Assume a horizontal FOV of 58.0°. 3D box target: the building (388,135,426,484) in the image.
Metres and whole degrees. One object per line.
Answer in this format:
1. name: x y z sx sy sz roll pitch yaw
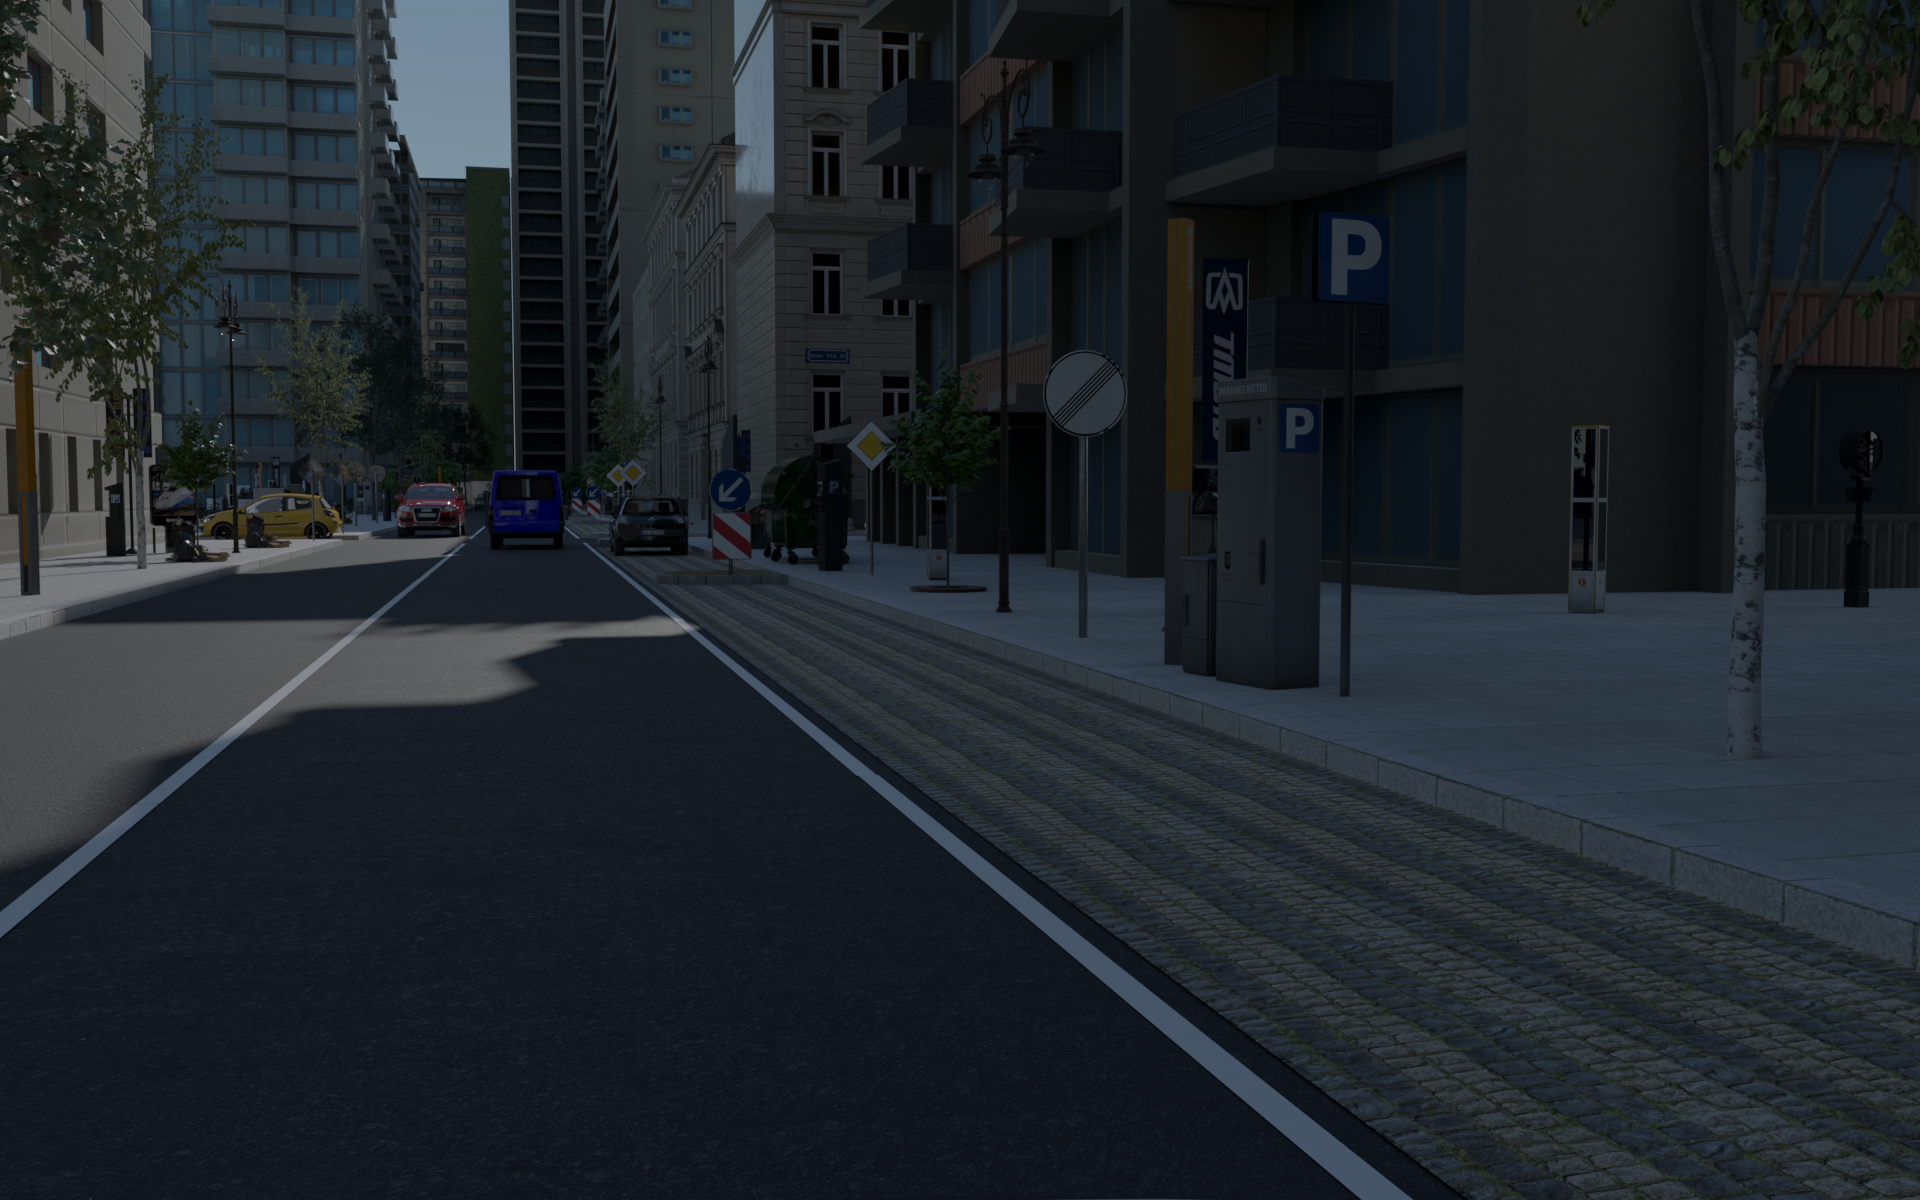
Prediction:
1. building: -68.252 -29.818 179.403 23.993 40.220 32.217 -1 4 -14

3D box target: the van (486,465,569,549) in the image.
1. van: -11.741 -2.605 46.976 2.240 2.365 5.245 -1 4 -13

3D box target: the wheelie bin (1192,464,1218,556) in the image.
1. wheelie bin: 2.648 -0.640 18.365 0.693 1.594 0.980 3 5 43

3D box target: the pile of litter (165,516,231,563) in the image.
1. pile of litter: -14.609 -1.175 33.171 1.176 0.858 1.719 -1 4 -20

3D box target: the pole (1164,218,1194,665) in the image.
1. pole: 1.643 -1.170 12.971 0.158 3.312 0.155 0 3 0

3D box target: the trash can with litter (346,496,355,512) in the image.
1. trash can with litter: -42.649 -6.746 121.687 1.055 1.170 0.624 -1 4 -22

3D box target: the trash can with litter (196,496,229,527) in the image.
1. trash can with litter: -29.885 -3.452 67.495 1.678 1.210 2.233 2 4 30

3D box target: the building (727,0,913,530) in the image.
1. building: 3.773 -16.645 69.404 25.104 27.353 12.463 -1 4 -14

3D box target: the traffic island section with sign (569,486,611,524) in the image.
1. traffic island section with sign: -17.590 -4.519 82.509 1.989 1.847 2.006 -1 4 -14

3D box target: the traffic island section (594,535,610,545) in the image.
1. traffic island section: -9.334 -1.675 49.668 2.009 0.180 2.903 -1 4 -14

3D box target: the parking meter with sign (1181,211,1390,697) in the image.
1. parking meter with sign: 2.090 -0.941 11.638 0.543 3.016 1.738 -2 4 -25

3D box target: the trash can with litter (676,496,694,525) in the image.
1. trash can with litter: -12.056 -3.765 72.615 2.233 1.210 1.678 -2 4 -31

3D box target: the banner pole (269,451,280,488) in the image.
1. banner pole: -40.272 -6.831 101.701 0.401 3.779 0.863 3 4 37

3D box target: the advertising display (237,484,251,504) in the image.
1. advertising display: -48.134 -6.794 116.296 0.974 1.923 0.123 -3 5 -39

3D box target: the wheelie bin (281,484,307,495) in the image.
1. wheelie bin: -20.943 -2.846 54.438 0.693 1.594 0.980 1 4 20

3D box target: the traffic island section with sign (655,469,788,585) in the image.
1. traffic island section with sign: -3.899 -1.186 28.019 1.989 1.847 2.006 -1 4 -14

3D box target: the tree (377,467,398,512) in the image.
1. tree: -41.269 -7.992 125.273 1.663 3.219 1.824 0 3 0

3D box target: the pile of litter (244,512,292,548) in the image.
1. pile of litter: -16.706 -1.698 41.731 1.176 0.858 1.719 0 4 -8

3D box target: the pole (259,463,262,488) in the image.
1. pole: -45.144 -7.217 111.841 0.158 3.312 0.155 0 3 0

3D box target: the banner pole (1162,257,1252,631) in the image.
1. banner pole: 2.315 -1.600 16.177 0.863 3.779 0.401 -1 4 -14

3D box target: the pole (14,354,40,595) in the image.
1. pole: -11.818 -1.717 21.922 0.158 3.312 0.155 0 3 0

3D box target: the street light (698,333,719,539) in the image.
1. street light: -7.206 -4.705 49.714 0.468 5.910 1.993 -1 4 -14

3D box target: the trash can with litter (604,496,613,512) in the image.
1. trash can with litter: -21.467 -5.825 106.624 0.624 1.170 1.055 -3 5 -43

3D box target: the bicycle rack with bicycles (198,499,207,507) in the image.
1. bicycle rack with bicycles: -51.629 -6.263 115.777 2.852 0.926 2.925 2 4 28

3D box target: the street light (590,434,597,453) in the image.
1. street light: -27.461 -9.602 129.776 0.468 5.910 1.993 -1 4 -14

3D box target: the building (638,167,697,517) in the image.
1. building: -13.007 -16.479 105.587 11.583 22.565 21.152 -1 4 -14

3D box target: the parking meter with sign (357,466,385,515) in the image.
1. parking meter with sign: -36.721 -6.820 107.767 1.738 3.016 0.543 0 4 5

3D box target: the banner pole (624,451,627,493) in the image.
1. banner pole: -19.485 -6.785 100.944 0.401 3.779 0.863 -2 4 -25

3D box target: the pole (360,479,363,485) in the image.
1. pole: -39.927 -7.441 115.501 0.158 3.312 0.155 0 3 0

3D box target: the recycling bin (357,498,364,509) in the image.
1. recycling bin: -37.740 -5.947 109.791 0.722 1.027 0.722 1 4 17

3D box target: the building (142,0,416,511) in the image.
1. building: -56.855 -31.729 138.378 23.786 49.044 30.456 -1 4 -14

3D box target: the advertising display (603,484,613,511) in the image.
1. advertising display: -21.896 -6.325 108.624 0.974 1.923 0.123 1 4 13

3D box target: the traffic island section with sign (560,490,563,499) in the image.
1. traffic island section with sign: -24.171 -6.118 108.652 1.989 1.847 2.006 -1 4 -14

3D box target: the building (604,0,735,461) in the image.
1. building: -19.369 -32.222 150.536 21.300 48.544 21.600 -1 4 -14

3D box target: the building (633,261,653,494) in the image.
1. building: -17.608 -16.481 124.224 10.420 20.320 16.860 -1 4 -14

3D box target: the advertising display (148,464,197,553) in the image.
1. advertising display: -17.235 -2.002 37.953 0.974 1.923 0.123 -3 5 -45

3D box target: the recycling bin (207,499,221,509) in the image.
1. recycling bin: -41.629 -5.163 96.967 0.722 1.027 0.722 2 4 27

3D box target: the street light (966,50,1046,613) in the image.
1. street light: 0.477 -2.804 18.627 0.468 5.910 1.993 -1 4 -14

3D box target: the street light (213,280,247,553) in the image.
1. street light: -15.750 -3.959 37.515 0.468 5.910 1.993 -1 4 -14

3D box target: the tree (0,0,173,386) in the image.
1. tree: -10.879 -5.836 12.428 9.611 12.733 9.660 0 3 0

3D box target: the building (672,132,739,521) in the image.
1. building: -7.953 -13.487 85.140 10.561 19.102 19.286 -1 4 -14

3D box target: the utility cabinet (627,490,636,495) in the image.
1. utility cabinet: -16.420 -4.767 86.620 0.318 1.500 1.173 -1 4 -19

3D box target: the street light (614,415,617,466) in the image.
1. street light: -19.610 -7.701 98.694 0.468 5.910 1.993 -1 4 -14

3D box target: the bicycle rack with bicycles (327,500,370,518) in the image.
1. bicycle rack with bicycles: -30.763 -4.313 83.894 2.925 0.926 2.852 1 4 9

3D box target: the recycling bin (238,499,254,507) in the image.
1. recycling bin: -34.844 -4.423 84.869 0.722 1.027 0.722 1 4 9

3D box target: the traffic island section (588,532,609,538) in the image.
1. traffic island section: -11.282 -2.149 57.413 2.009 0.180 2.903 -1 4 -14

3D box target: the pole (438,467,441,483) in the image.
1. pole: -38.560 -8.230 128.404 0.158 3.312 0.155 0 3 0

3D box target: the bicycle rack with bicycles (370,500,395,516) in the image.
1. bicycle rack with bicycles: -33.799 -5.358 100.980 2.925 0.926 2.852 3 5 44

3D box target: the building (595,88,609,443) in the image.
1. building: -28.074 -34.865 189.643 23.786 49.044 30.456 -1 4 -14

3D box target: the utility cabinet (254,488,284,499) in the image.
1. utility cabinet: -25.593 -3.406 64.362 1.173 1.500 0.318 -2 4 -27

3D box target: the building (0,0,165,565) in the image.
1. building: -31.642 -11.201 28.172 28.899 21.520 27.650 -1 4 -14

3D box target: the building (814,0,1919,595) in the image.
1. building: 9.849 -23.294 35.475 22.147 44.769 28.867 -1 4 -14

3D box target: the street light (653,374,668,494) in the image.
1. street light: -11.555 -5.753 66.846 0.468 5.910 1.993 -1 4 -14

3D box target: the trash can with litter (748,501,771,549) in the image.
1. trash can with litter: -4.883 -1.774 40.400 1.055 1.170 0.624 1 4 15

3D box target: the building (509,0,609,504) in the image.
1. building: -47.201 -48.048 223.833 20.611 71.187 20.563 -1 4 -14

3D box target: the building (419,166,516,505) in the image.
1. building: -63.373 -32.681 217.928 14.086 41.232 14.154 -1 4 -14

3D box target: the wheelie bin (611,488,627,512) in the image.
1. wheelie bin: -18.094 -5.154 92.170 0.980 1.594 0.693 2 4 24
